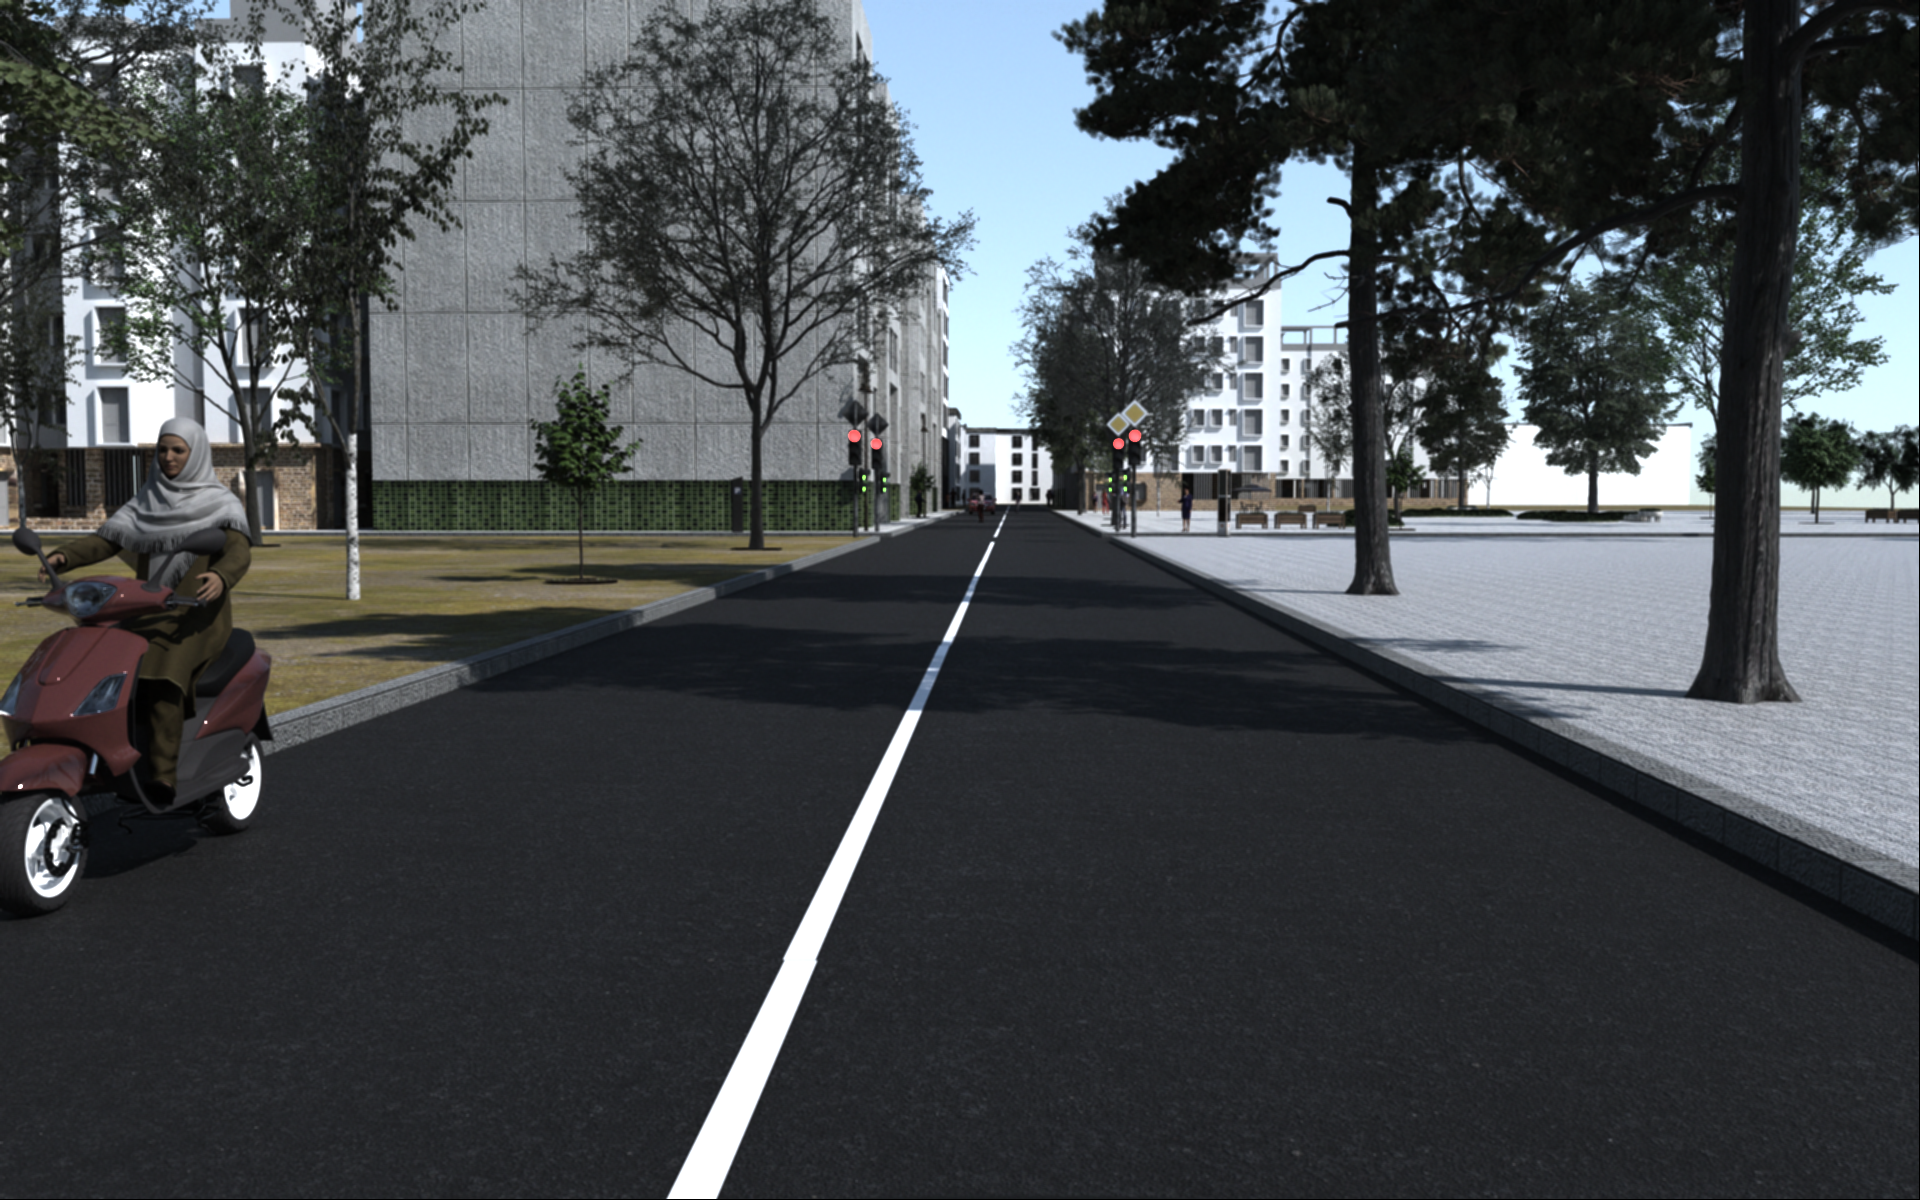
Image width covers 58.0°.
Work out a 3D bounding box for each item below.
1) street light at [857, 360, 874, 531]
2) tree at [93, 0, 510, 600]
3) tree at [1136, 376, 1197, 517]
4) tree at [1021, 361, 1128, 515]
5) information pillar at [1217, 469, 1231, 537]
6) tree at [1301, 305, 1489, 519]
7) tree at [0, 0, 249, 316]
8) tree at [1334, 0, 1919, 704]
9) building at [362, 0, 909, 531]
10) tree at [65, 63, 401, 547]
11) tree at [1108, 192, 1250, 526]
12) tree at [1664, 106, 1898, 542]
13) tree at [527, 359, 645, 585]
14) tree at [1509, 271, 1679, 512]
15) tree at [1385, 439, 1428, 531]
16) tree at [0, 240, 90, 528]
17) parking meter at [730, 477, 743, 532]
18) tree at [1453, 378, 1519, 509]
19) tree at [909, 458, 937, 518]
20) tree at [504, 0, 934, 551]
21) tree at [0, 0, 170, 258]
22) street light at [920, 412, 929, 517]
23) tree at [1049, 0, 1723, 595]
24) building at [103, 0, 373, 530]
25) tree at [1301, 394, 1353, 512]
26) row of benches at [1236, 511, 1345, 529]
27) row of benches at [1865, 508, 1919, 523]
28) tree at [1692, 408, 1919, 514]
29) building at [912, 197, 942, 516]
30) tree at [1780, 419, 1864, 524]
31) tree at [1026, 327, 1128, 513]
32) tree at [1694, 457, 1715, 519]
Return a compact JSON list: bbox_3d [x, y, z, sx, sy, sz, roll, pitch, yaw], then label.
[{"bbox_3d":[-3.252,-5.327,59.877,0.468,5.910,1.993,0,4,2],"label":"street light"},{"bbox_3d":[-7.628,-4.310,20.837,4.360,8.622,3.978,0,3,0],"label":"tree"},{"bbox_3d":[11.308,-9.036,98.108,4.360,8.622,3.978,0,3,0],"label":"tree"},{"bbox_3d":[7.587,-10.538,106.703,8.767,10.594,7.601,2,4,32],"label":"tree"},{"bbox_3d":[7.891,-2.889,51.723,0.304,2.012,0.304,2,4,31],"label":"information pillar"},{"bbox_3d":[20.650,-9.013,81.767,8.767,10.594,7.601,0,4,-3],"label":"tree"},{"bbox_3d":[-15.496,-7.022,25.181,12.009,13.543,11.850,0,3,0],"label":"tree"},{"bbox_3d":[4.988,-5.415,10.584,6.751,12.117,7.091,0,3,0],"label":"tree"},{"bbox_3d":[-11.524,-12.759,75.076,16.747,18.905,31.486,0,4,2],"label":"building"},{"bbox_3d":[-17.334,-7.113,42.047,9.928,11.665,9.643,0,3,0],"label":"tree"},{"bbox_3d":[6.354,-9.721,69.307,12.009,13.543,11.850,0,3,0],"label":"tree"},{"bbox_3d":[20.566,-7.315,45.351,9.928,11.665,9.643,0,3,0],"label":"tree"},{"bbox_3d":[-5.359,-1.860,25.018,1.663,3.219,1.824,0,3,0],"label":"tree"},{"bbox_3d":[36.310,-11.750,98.770,9.857,13.997,8.962,0,3,0],"label":"tree"},{"bbox_3d":[15.635,-4.051,60.835,1.663,3.219,1.824,0,3,0],"label":"tree"},{"bbox_3d":[-25.296,-5.870,46.345,4.360,8.622,3.978,0,3,0],"label":"tree"},{"bbox_3d":[-7.525,-3.220,58.356,0.399,1.863,0.255,-1,4,-14],"label":"parking meter"},{"bbox_3d":[33.714,-9.797,110.539,4.360,8.622,3.978,0,3,0],"label":"tree"},{"bbox_3d":[-2.033,-6.082,94.049,1.663,3.219,1.824,0,3,0],"label":"tree"},{"bbox_3d":[-4.618,-7.894,39.431,12.009,13.543,11.850,0,3,0],"label":"tree"},{"bbox_3d":[-9.946,-5.799,12.941,7.486,12.596,7.792,0,3,0],"label":"tree"},{"bbox_3d":[-2.000,-7.641,97.725,0.468,5.910,1.993,0,4,2],"label":"street light"},{"bbox_3d":[5.130,-7.012,22.062,7.806,13.903,7.818,0,3,0],"label":"tree"},{"bbox_3d":[-28.200,-12.988,68.781,11.380,20.091,16.016,0,4,2],"label":"building"},{"bbox_3d":[26.205,-10.491,121.897,4.360,8.622,3.978,0,3,0],"label":"tree"},{"bbox_3d":[12.288,-2.967,63.971,4.104,0.672,1.422,0,4,-2],"label":"row of benches"},{"bbox_3d":[42.057,-3.741,76.634,1.422,0.672,4.104,-2,4,-30],"label":"row of benches"},{"bbox_3d":[58.780,-9.177,112.944,20.602,7.101,11.467,2,4,25],"label":"tree"},{"bbox_3d":[-10.289,-15.416,118.502,16.747,18.905,31.486,0,4,2],"label":"building"},{"bbox_3d":[37.342,-5.601,75.297,4.285,4.588,4.351,0,3,0],"label":"tree"},{"bbox_3d":[8.024,-12.239,118.227,7.486,12.596,7.792,0,3,0],"label":"tree"},{"bbox_3d":[39.062,-5.856,90.339,1.663,3.219,1.824,0,3,0],"label":"tree"}]
